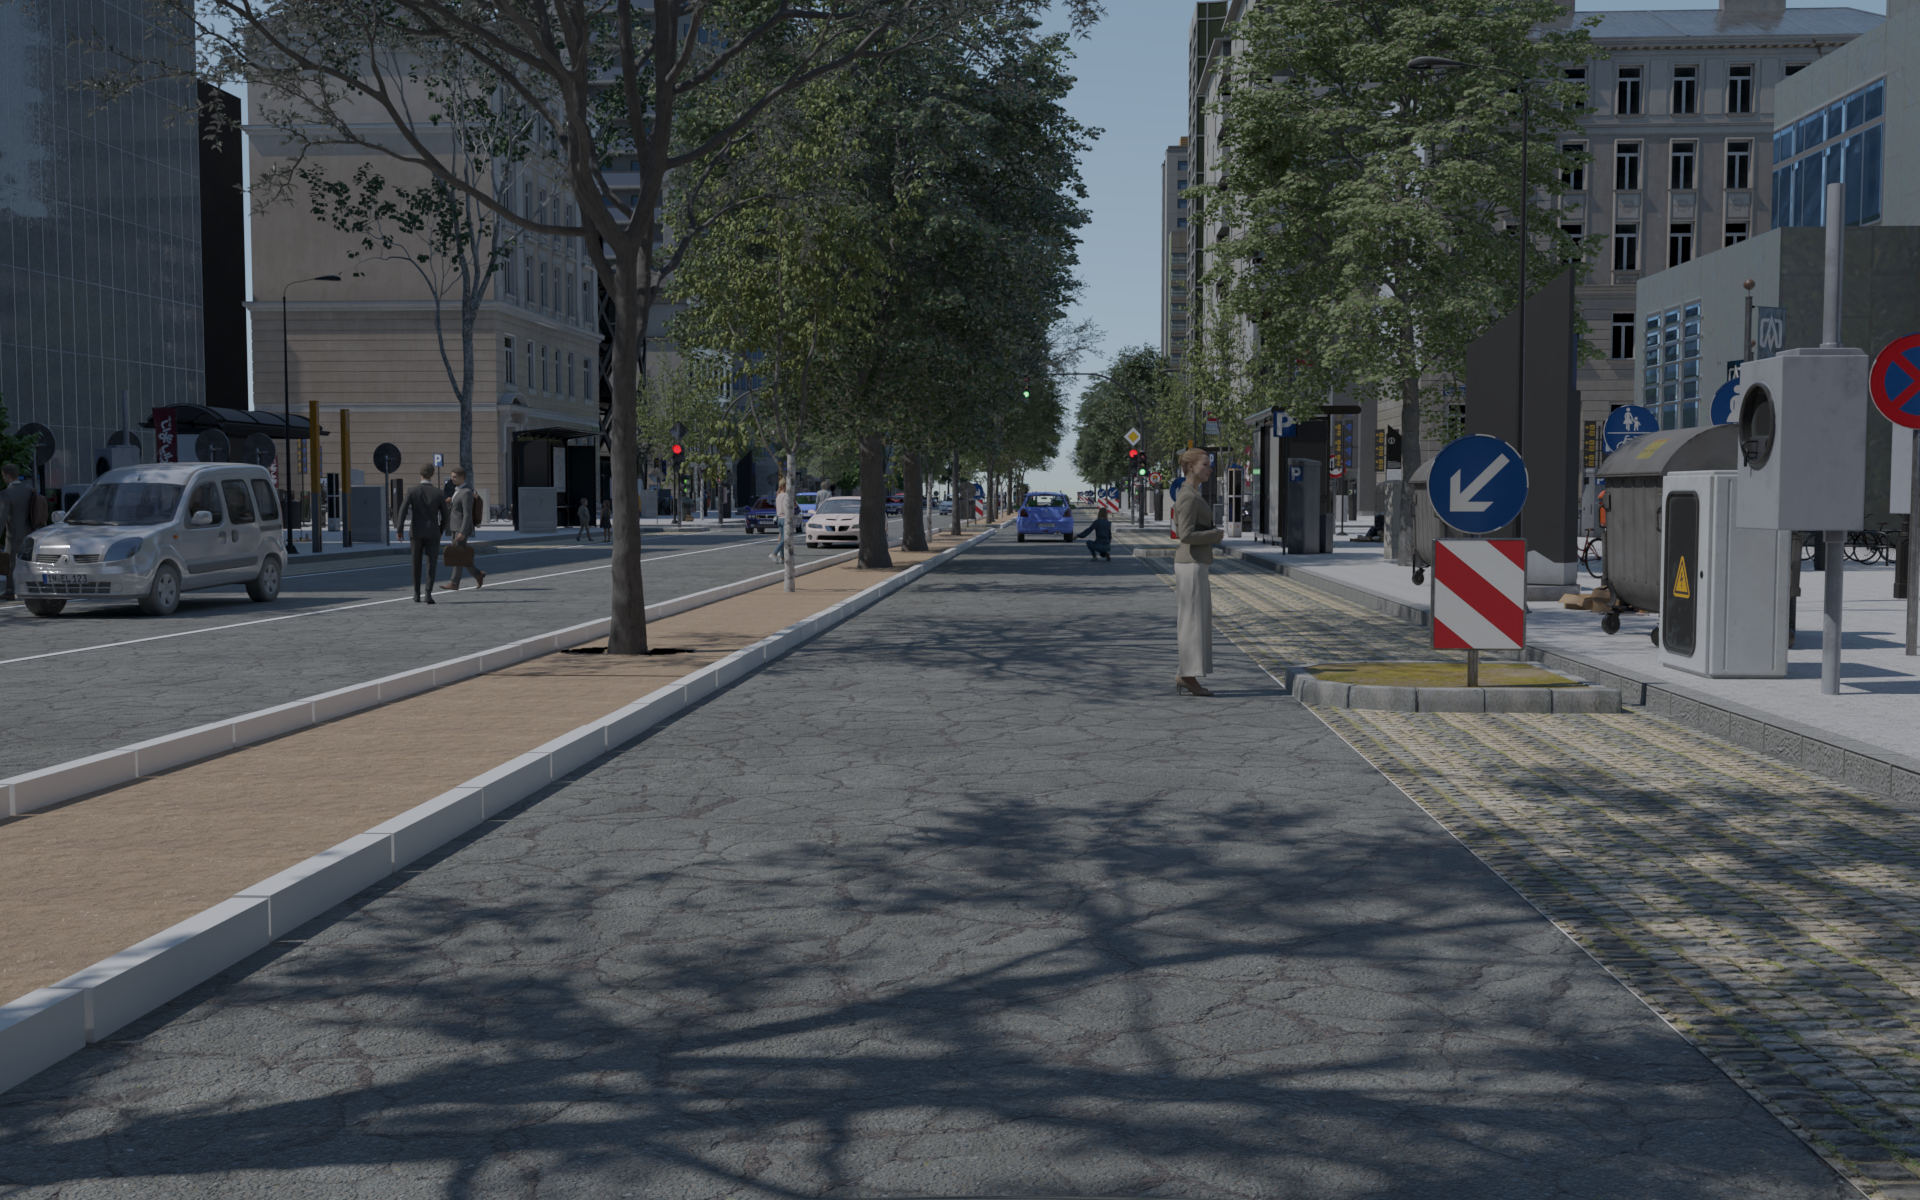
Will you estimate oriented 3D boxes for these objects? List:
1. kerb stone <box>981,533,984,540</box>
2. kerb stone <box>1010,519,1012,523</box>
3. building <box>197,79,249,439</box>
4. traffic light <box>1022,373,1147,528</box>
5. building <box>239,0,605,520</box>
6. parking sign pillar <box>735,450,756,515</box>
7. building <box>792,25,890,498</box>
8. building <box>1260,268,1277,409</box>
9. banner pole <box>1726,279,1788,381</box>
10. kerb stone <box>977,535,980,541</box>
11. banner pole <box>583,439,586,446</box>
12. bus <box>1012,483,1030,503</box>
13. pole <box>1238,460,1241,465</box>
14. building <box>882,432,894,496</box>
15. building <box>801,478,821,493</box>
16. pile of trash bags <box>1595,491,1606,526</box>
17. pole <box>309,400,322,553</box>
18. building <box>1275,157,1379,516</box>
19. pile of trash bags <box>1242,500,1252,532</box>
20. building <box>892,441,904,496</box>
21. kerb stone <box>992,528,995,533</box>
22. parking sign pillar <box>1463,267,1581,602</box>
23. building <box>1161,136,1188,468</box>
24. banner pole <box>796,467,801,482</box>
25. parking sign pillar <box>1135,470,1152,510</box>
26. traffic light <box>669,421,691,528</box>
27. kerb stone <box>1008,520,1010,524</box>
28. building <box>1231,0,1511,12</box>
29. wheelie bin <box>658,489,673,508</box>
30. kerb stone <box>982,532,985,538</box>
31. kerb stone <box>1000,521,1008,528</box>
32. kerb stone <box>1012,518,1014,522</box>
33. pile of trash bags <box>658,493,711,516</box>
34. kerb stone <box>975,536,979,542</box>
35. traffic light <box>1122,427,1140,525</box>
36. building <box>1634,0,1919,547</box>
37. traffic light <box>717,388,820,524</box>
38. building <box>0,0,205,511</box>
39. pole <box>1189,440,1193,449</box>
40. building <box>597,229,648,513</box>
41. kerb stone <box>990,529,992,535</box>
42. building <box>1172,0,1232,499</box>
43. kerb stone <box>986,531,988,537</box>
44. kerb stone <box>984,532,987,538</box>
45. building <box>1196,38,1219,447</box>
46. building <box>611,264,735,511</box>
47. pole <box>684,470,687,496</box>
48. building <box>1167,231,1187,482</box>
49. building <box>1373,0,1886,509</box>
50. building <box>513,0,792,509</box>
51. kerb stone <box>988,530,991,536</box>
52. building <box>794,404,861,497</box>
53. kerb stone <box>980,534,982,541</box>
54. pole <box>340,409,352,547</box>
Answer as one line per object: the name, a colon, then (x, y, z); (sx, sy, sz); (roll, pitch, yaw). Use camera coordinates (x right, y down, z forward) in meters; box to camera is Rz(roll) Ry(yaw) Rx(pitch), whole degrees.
kerb stone: (0.573, -1.890, 53.097); (0.120, 0.150, 1.000); (0, 4, 3)
kerb stone: (2.242, -3.614, 81.326); (0.120, 0.150, 1.000); (0, 4, 3)
building: (-48.489, -16.043, 91.976); (15.834, 23.373, 12.332); (0, 4, 3)
traffic light: (4.699, -5.522, 64.948); (4.771, 5.953, 1.251); (0, 4, 3)
building: (-28.793, -18.985, 96.307); (13.634, 28.700, 20.117); (0, 4, 3)
parking sign pillar: (-13.139, -7.220, 106.512); (1.447, 3.967, 1.447); (3, 5, 41)
building: (-21.571, -50.809, 268.984); (20.563, 71.187, 20.611); (0, 4, 3)
building: (31.165, -18.905, 138.773); (12.332, 23.373, 15.834); (0, 4, 3)
banner pole: (9.395, -1.856, 20.367); (0.863, 3.779, 0.401); (-2, 4, -25)
kerb stone: (0.444, -1.759, 51.057); (0.120, 0.150, 1.000); (0, 4, 3)
banner pole: (-17.257, -5.426, 78.735); (0.863, 3.779, 0.401); (-3, 5, -44)
bus: (10.489, -18.375, 295.288); (2.948, 3.499, 13.247); (0, 4, 4)
pole: (16.624, -6.682, 103.099); (0.158, 3.312, 0.155); (0, 3, 0)
building: (-18.561, -38.971, 287.293); (14.600, 45.320, 14.200); (0, 4, 3)
building: (-32.025, -30.542, 191.238); (32.217, 40.220, 23.993); (0, 4, 3)
pile of trash bags: (15.201, -2.127, 44.527); (3.447, 1.369, 1.912); (1, 4, 12)
pole: (-14.080, -2.691, 37.845); (0.158, 3.312, 0.155); (0, 3, 0)
building: (29.808, -18.131, 115.507); (14.314, 24.678, 30.058); (0, 4, 3)
pile of trash bags: (10.652, -3.029, 59.270); (1.912, 1.369, 3.447); (2, 4, 28)
building: (-16.320, -37.788, 301.427); (14.154, 41.232, 14.086); (0, 4, 3)
kerb stone: (1.054, -2.391, 61.285); (0.120, 0.150, 1.000); (0, 4, 3)
parking sign pillar: (6.883, -2.004, 21.230); (1.447, 3.967, 1.447); (3, 5, 41)
building: (44.256, -45.795, 290.746); (21.231, 58.520, 28.212); (0, 4, 3)
banner pole: (-12.735, -8.858, 134.852); (0.863, 3.779, 0.401); (-1, 4, -23)
parking sign pillar: (14.749, -9.190, 138.726); (1.447, 3.967, 1.447); (-3, 4, -37)
traffic light: (-10.689, -4.714, 65.986); (0.839, 4.253, 0.868); (0, 4, 3)
kerb stone: (2.065, -3.423, 78.262); (0.120, 0.150, 1.000); (0, 4, 3)
building: (40.956, -35.429, 168.499); (28.713, 52.752, 27.495); (0, 4, 3)
wheelie bin: (-18.072, -6.016, 106.277); (0.980, 1.594, 0.693); (0, 4, -4)
kerb stone: (0.622, -1.953, 54.121); (0.120, 0.150, 1.000); (0, 4, 3)
kerb stone: (1.941, -3.304, 76.219); (0.120, 0.150, 1.000); (0, 4, 3)
kerb stone: (2.428, -3.804, 84.395); (0.120, 0.150, 1.000); (0, 4, 3)
pile of trash bags: (-16.712, -5.781, 104.270); (3.447, 1.369, 1.912); (-1, 4, -11)
kerb stone: (0.388, -1.703, 50.036); (0.120, 0.150, 1.000); (0, 4, 3)
traffic light: (7.267, -5.139, 72.937); (0.839, 4.253, 0.868); (0, 4, 3)
building: (30.596, -44.109, 33.860); (22.319, 86.520, 31.000); (0, 4, 3)
traffic light: (-8.121, -6.067, 73.869); (4.771, 5.953, 1.251); (0, 4, 3)
building: (-34.805, -14.212, 50.396); (19.932, 24.808, 12.078); (0, 4, 3)
pole: (8.690, -4.374, 65.353); (0.158, 3.312, 0.155); (0, 3, 0)
building: (-29.761, -15.174, 115.540); (16.820, 18.784, 16.811); (0, 4, 3)
kerb stone: (0.926, -2.261, 59.234); (0.120, 0.150, 1.000); (0, 4, 3)
building: (41.758, -49.741, 251.524); (20.563, 71.187, 20.611); (0, 4, 3)
kerb stone: (0.746, -2.076, 56.162); (0.120, 0.150, 1.000); (0, 4, 3)
kerb stone: (0.692, -2.015, 55.141); (0.120, 0.150, 1.000); (0, 4, 3)
building: (42.188, -37.164, 196.867); (28.713, 52.752, 27.495); (0, 4, 3)
building: (-24.530, -16.773, 138.860); (10.561, 19.102, 19.286); (0, 4, 3)
pole: (-18.541, -7.520, 116.797); (0.158, 3.312, 0.155); (0, 3, 0)
building: (39.392, -35.861, 269.925); (14.154, 41.232, 14.086); (0, 4, 3)
building: (34.410, -17.738, 87.283); (25.104, 27.353, 12.463); (0, 4, 3)
building: (-28.375, -38.037, 163.905); (21.231, 58.520, 28.212); (0, 4, 3)
kerb stone: (0.864, -2.202, 58.207); (0.120, 0.150, 1.000); (0, 4, 3)
building: (-20.127, -29.379, 252.039); (14.160, 30.474, 14.107); (0, 4, 3)
kerb stone: (0.505, -1.828, 52.077); (0.120, 0.150, 1.000); (0, 4, 3)
pole: (-14.752, -2.922, 41.622); (0.158, 3.312, 0.155); (0, 3, 0)
